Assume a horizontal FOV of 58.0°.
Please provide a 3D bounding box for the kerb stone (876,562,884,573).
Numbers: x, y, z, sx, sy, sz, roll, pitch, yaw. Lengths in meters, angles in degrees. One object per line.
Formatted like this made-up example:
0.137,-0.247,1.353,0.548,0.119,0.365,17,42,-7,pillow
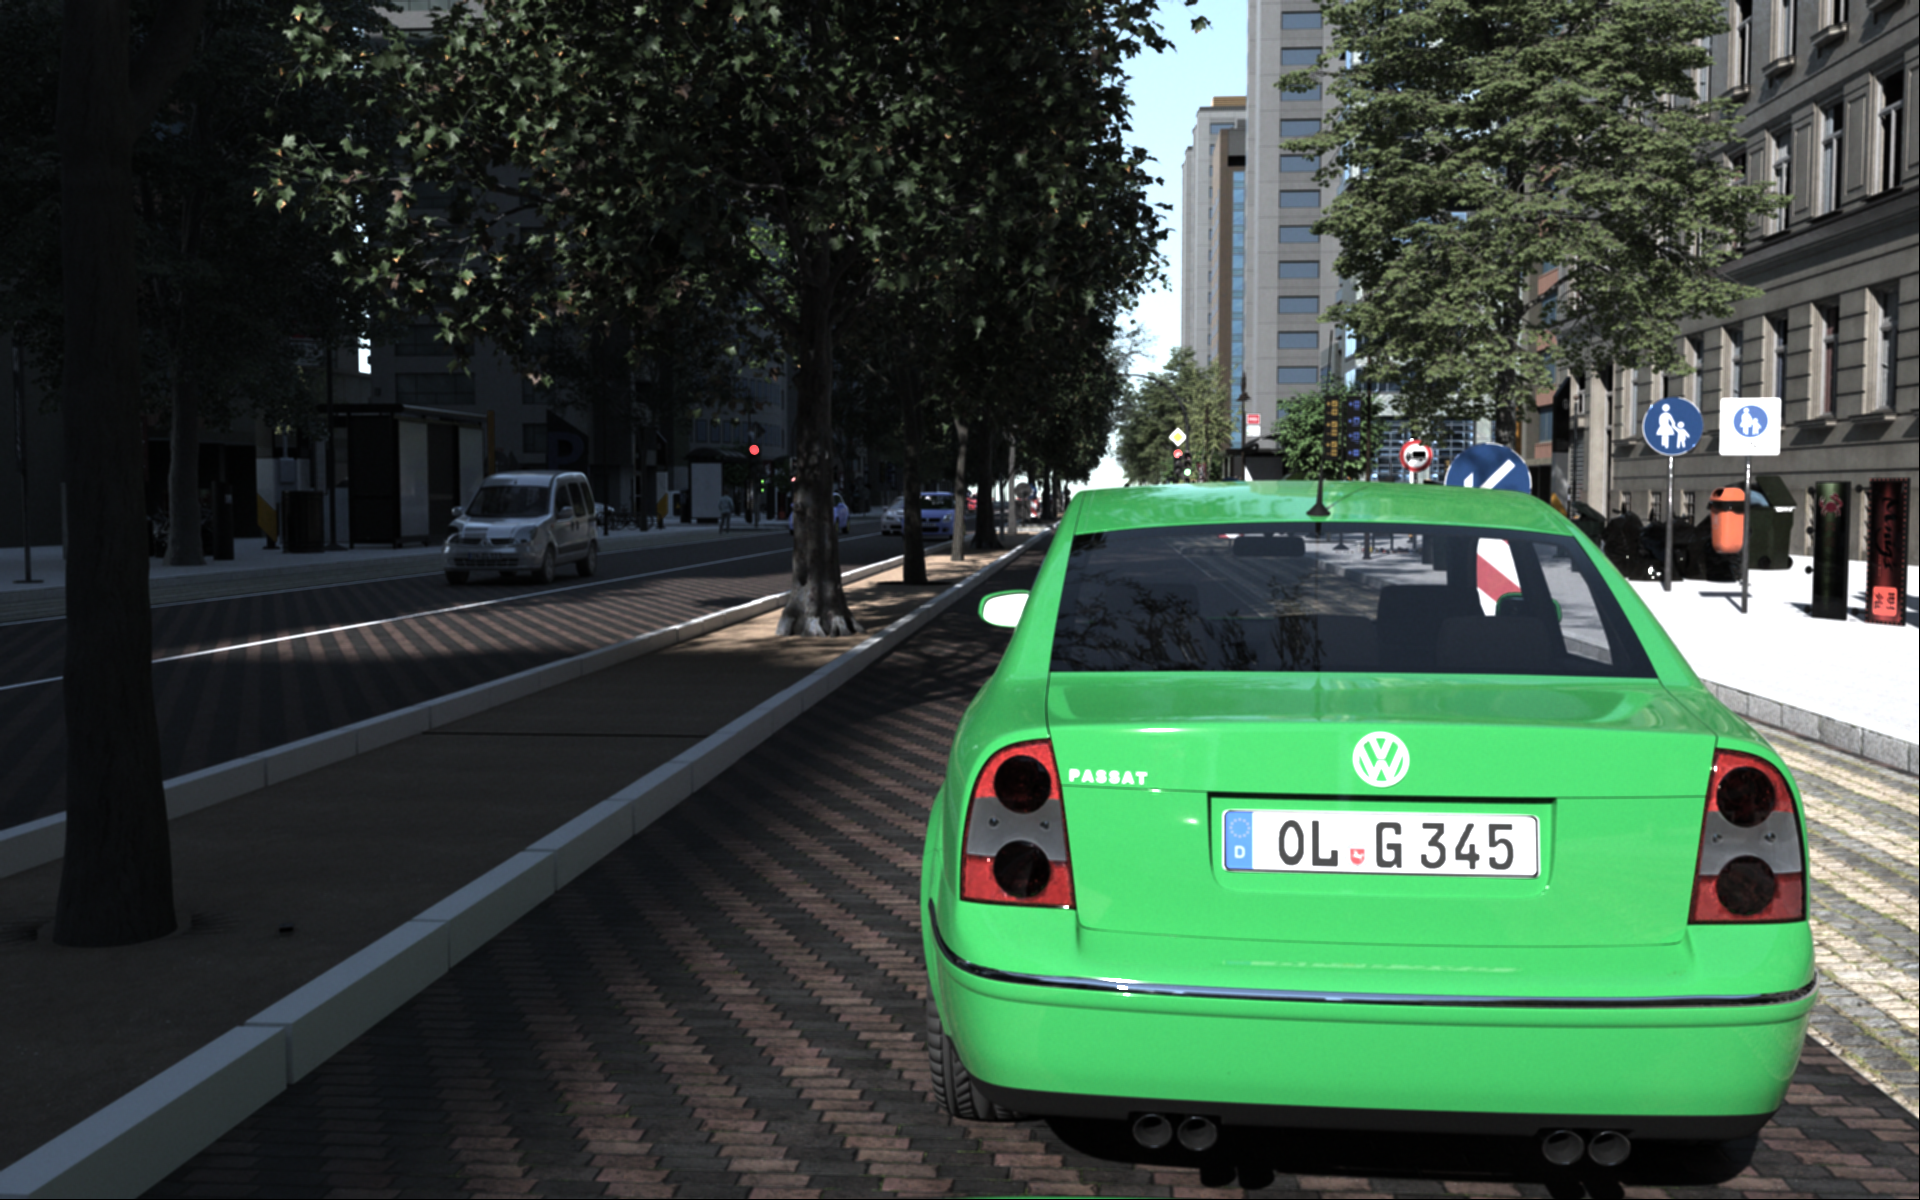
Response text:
-1.552,-0.566,31.451,0.120,0.150,1.000,0,4,5,kerb stone

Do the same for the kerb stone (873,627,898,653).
-0.711,0.383,15.947,0.120,0.150,1.000,0,4,5,kerb stone

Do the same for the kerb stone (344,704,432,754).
-3.308,0.748,9.967,0.120,0.150,1.000,0,4,5,kerb stone

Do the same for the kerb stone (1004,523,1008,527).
2.125,-3.279,75.896,0.120,0.150,1.000,0,4,5,kerb stone

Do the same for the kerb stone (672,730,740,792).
-1.297,0.819,8.804,0.120,0.150,1.000,0,4,5,kerb stone

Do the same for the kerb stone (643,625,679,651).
-2.812,0.373,16.095,0.120,0.150,1.000,0,4,5,kerb stone

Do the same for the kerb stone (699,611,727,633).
-2.637,0.248,18.139,0.120,0.150,1.000,0,4,5,kerb stone

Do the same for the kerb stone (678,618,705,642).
-2.720,0.316,17.114,0.120,0.150,1.000,0,4,5,kerb stone

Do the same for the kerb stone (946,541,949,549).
-0.450,-1.379,44.739,0.120,0.150,1.000,0,4,5,kerb stone

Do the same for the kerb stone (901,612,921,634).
-0.540,0.262,17.990,0.120,0.150,1.000,0,4,5,kerb stone

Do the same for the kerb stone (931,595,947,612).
-0.293,0.070,21.051,0.120,0.150,1.000,0,4,5,kerb stone

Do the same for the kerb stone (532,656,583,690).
-3.063,0.560,13.037,0.120,0.150,1.000,0,4,5,kerb stone

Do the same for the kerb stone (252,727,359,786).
-3.392,0.811,8.941,0.120,0.150,1.000,0,4,5,kerb stone

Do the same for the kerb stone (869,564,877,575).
-1.633,-0.503,30.432,0.120,0.150,1.000,0,4,5,kerb stone

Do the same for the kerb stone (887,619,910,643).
-0.626,0.320,16.969,0.120,0.150,1.000,0,4,5,kerb stone

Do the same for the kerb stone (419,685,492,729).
-3.221,0.685,10.996,0.120,0.150,1.000,0,4,5,kerb stone

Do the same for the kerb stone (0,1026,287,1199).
-1.724,1.133,3.677,0.120,0.150,1.000,0,4,5,kerb stone

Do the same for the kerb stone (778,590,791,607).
-2.296,-0.001,22.226,0.120,0.150,1.000,0,4,5,kerb stone

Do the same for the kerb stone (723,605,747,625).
-2.548,0.185,19.169,0.120,0.150,1.000,0,4,5,kerb stone

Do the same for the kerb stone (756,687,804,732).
-1.136,0.694,10.853,0.120,0.150,1.000,0,4,5,kerb stone

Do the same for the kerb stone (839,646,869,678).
-0.875,0.507,13.909,0.120,0.150,1.000,0,4,5,kerb stone

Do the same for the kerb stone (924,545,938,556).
-0.704,-1.191,41.676,0.120,0.150,1.000,0,4,5,kerb stone

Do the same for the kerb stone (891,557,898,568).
-1.371,-0.687,33.495,0.120,0.150,1.000,0,4,5,kerb stone

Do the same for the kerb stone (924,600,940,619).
-0.368,0.132,20.032,0.120,0.150,1.000,0,4,5,kerb stone

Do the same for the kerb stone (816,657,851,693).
-0.960,0.569,12.890,0.120,0.150,1.000,0,4,5,kerb stone

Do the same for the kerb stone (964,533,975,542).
0.303,-1.937,53.929,0.120,0.150,1.000,0,4,5,kerb stone

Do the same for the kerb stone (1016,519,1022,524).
3.043,-3.971,87.123,0.120,0.150,1.000,0,4,5,kerb stone

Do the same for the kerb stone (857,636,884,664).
-0.797,0.448,14.928,0.120,0.150,1.000,0,4,5,kerb stone

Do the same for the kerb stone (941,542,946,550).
-0.532,-1.312,43.717,0.120,0.150,1.000,0,4,5,kerb stone

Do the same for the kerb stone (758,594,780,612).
-2.390,0.061,21.207,0.120,0.150,1.000,0,4,5,kerb stone

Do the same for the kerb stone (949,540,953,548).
-0.360,-1.441,45.757,0.120,0.150,1.000,0,4,5,kerb stone

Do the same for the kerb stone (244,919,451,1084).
-1.637,1.070,4.703,0.120,0.150,1.000,0,4,5,kerb stone

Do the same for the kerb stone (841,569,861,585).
-1.795,-0.379,28.386,0.120,0.150,1.000,0,4,5,kerb stone

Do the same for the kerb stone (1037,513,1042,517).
5.406,-5.722,115.753,0.120,0.150,1.000,0,4,5,kerb stone

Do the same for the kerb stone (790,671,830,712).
-1.046,0.634,11.872,0.120,0.150,1.000,0,4,5,kerb stone

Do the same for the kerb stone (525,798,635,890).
-1.472,0.944,6.757,0.120,0.150,1.000,0,4,5,kerb stone

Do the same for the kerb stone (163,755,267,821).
-3.481,0.873,7.921,0.120,0.150,1.000,0,4,5,kerb stone

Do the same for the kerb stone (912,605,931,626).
-0.458,0.195,19.008,0.120,0.150,1.000,0,4,5,kerb stone

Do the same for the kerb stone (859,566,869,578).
-1.714,-0.441,29.408,0.120,0.150,1.000,0,4,5,kerb stone

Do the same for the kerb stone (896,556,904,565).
-1.288,-0.754,34.520,0.120,0.150,1.000,0,4,5,kerb stone

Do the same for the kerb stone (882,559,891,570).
-1.458,-0.629,32.472,0.120,0.150,1.000,0,4,5,kerb stone

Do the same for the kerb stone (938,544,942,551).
-0.617,-1.245,42.695,0.120,0.150,1.000,0,4,5,kerb stone

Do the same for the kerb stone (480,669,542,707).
-3.141,0.623,12.015,0.120,0.150,1.000,0,4,5,kerb stone

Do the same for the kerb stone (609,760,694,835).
-1.384,0.882,7.776,0.120,0.150,1.000,0,4,5,kerb stone

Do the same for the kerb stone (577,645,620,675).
-2.975,0.504,14.056,0.120,0.150,1.000,0,4,5,kerb stone

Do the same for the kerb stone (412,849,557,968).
-1.558,1.010,5.730,0.120,0.150,1.000,0,4,5,kerb stone

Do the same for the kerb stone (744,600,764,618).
-2.471,0.130,20.189,0.120,0.150,1.000,0,4,5,kerb stone

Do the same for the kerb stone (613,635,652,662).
-2.893,0.441,15.075,0.120,0.150,1.000,0,4,5,kerb stone

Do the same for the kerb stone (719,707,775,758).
-1.219,0.757,9.823,0.120,0.150,1.000,0,4,5,kerb stone
